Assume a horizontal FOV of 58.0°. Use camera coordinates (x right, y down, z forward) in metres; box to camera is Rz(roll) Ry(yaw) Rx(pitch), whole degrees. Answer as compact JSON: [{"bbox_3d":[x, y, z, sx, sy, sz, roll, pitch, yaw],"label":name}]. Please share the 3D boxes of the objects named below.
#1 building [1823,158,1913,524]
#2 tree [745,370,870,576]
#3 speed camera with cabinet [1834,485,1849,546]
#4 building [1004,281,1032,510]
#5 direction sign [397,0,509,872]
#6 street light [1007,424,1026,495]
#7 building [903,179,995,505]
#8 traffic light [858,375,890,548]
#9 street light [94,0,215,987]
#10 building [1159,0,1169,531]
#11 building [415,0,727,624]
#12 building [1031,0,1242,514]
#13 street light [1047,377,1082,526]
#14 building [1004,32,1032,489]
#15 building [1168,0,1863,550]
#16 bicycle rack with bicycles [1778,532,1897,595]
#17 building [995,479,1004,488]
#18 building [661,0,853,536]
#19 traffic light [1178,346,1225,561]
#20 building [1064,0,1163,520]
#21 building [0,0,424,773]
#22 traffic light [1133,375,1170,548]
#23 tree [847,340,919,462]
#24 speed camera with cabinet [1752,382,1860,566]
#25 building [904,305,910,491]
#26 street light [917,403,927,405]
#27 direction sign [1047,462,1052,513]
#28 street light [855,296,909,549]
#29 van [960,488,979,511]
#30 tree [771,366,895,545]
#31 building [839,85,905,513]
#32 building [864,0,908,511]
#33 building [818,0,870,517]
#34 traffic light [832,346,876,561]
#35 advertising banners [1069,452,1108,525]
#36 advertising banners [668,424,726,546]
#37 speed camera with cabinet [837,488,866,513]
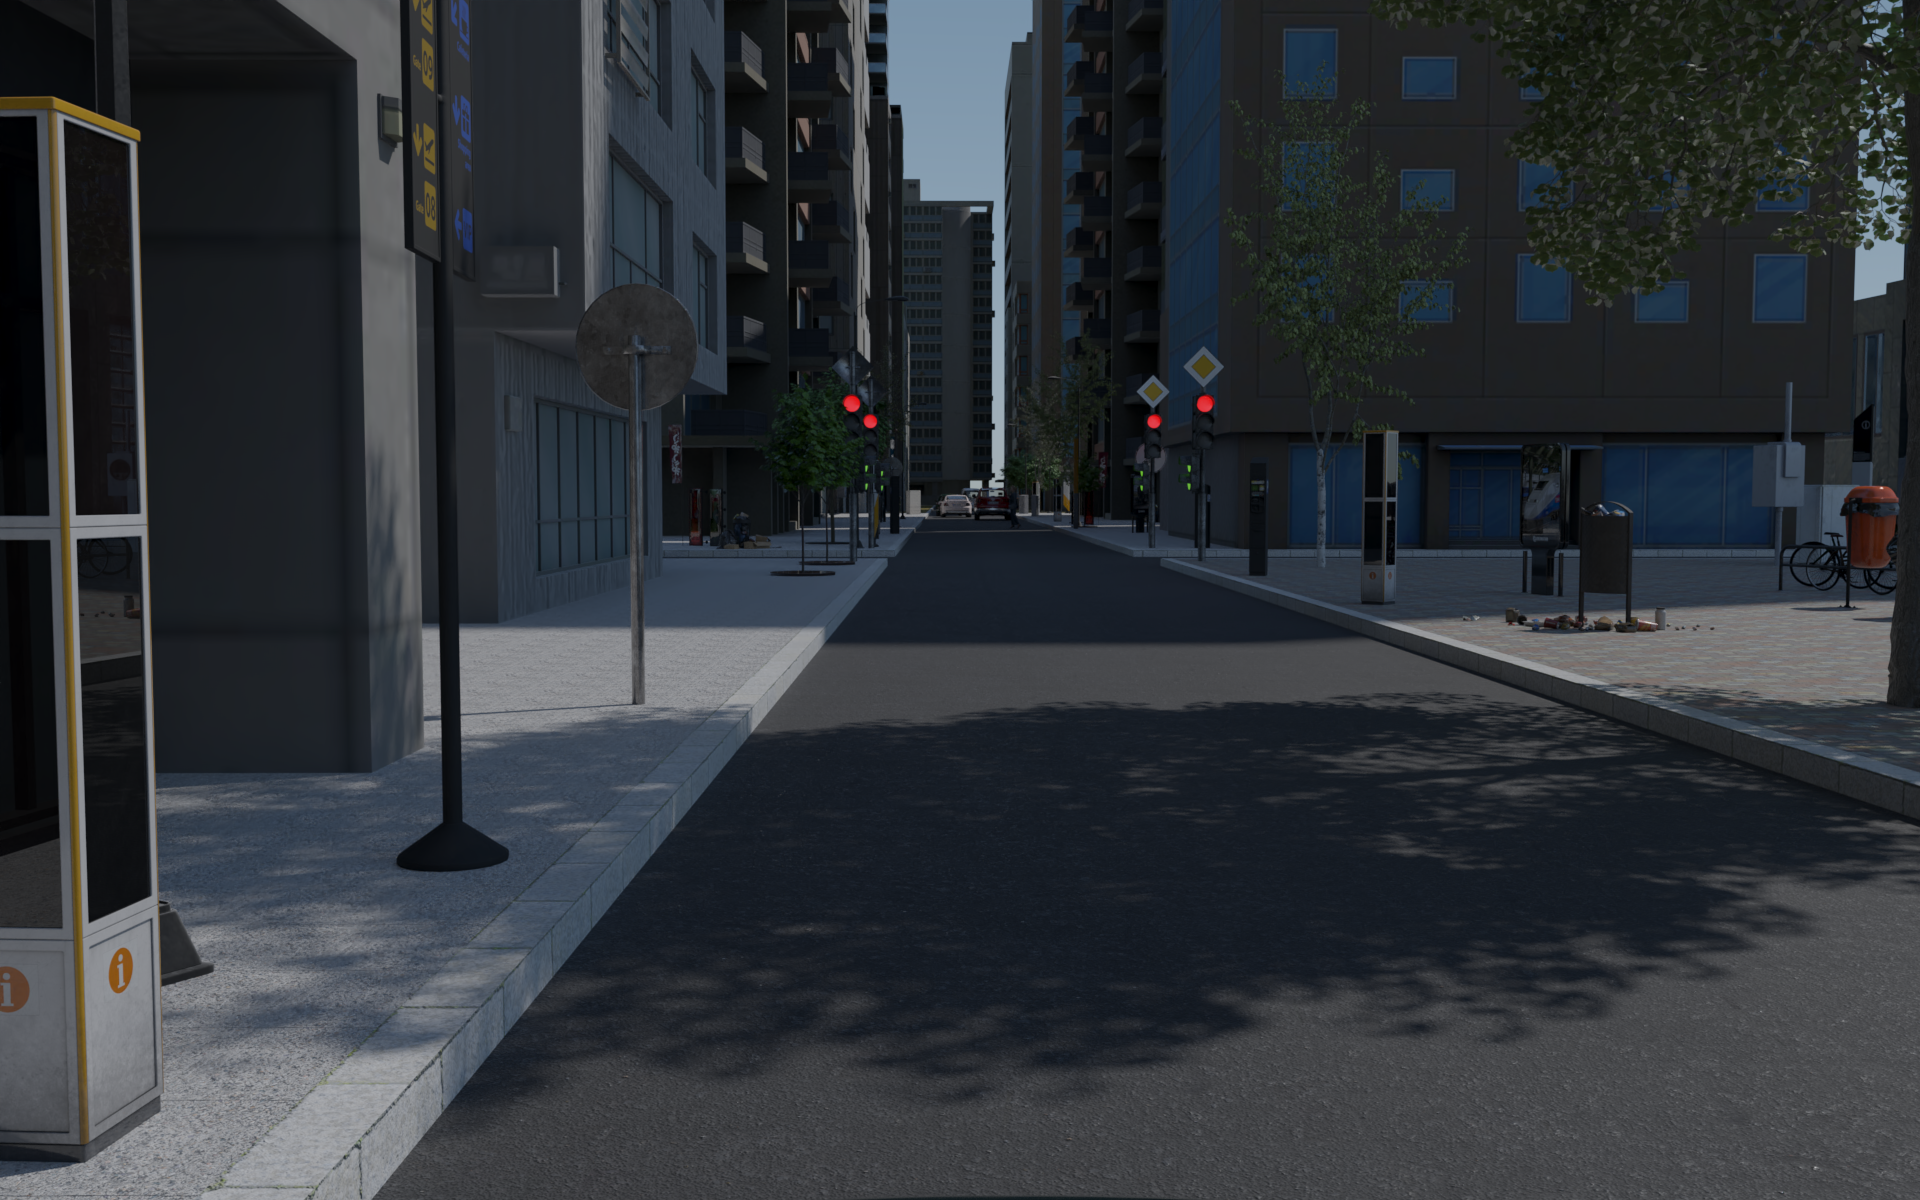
[{"bbox_3d":[43.767,-45.032,48.945,31.000,86.520,22.319,0,4,0],"label":"building"},{"bbox_3d":[-2.444,-1.996,27.229,1.663,3.219,1.824,0,3,0],"label":"tree"},{"bbox_3d":[22.431,-2.908,41.878,2.038,3.252,0.660,0,4,4],"label":"speed camera with cabinet"},{"bbox_3d":[18.294,-18.967,155.148,27.650,21.520,28.899,0,4,0],"label":"building"},{"bbox_3d":[-1.773,-0.854,5.955,0.379,3.537,0.876,0,4,-3],"label":"direction sign"},{"bbox_3d":[3.815,-8.702,114.823,1.470,5.913,1.316,0,4,0],"label":"street light"},{"bbox_3d":[-7.674,-32.069,216.210,23.993,40.220,32.217,0,4,0],"label":"building"},{"bbox_3d":[-2.079,-3.178,40.881,0.839,4.253,0.868,0,4,0],"label":"traffic light"},{"bbox_3d":[-1.643,-1.950,4.423,1.470,5.913,1.316,0,4,0],"label":"street light"},{"bbox_3d":[14.180,-17.845,63.470,14.160,30.474,14.107,0,4,0],"label":"building"},{"bbox_3d":[-10.603,-20.737,22.646,14.086,41.232,14.154,0,4,0],"label":"building"},{"bbox_3d":[12.746,-29.506,132.537,14.600,45.320,14.200,0,4,0],"label":"building"},{"bbox_3d":[4.156,-5.874,68.585,1.470,5.913,1.316,0,4,0],"label":"street light"},{"bbox_3d":[15.590,-33.994,179.505,21.300,48.544,21.600,0,4,0],"label":"building"},{"bbox_3d":[13.207,-24.166,45.230,14.200,45.320,14.600,0,4,0],"label":"building"},{"bbox_3d":[12.131,-0.575,22.789,2.852,0.926,2.925,-2,4,-25],"label":"bicycle rack with bicycles"},{"bbox_3d":[18.799,-34.026,210.941,28.867,44.769,22.147,0,4,0],"label":"building"},{"bbox_3d":[-15.496,-25.047,64.148,22.147,44.769,28.867,0,4,0],"label":"building"},{"bbox_3d":[4.596,-2.694,32.966,0.839,4.253,0.868,0,4,0],"label":"traffic light"},{"bbox_3d":[17.010,-26.781,92.490,22.147,44.769,28.867,0,4,0],"label":"building"},{"bbox_3d":[-12.875,-34.479,1.990,20.563,71.187,20.611,0,4,0],"label":"building"},{"bbox_3d":[4.532,-3.182,40.950,0.839,4.253,0.868,0,4,0],"label":"traffic light"},{"bbox_3d":[-4.029,-8.145,83.531,4.360,8.622,3.978,0,3,0],"label":"tree"},{"bbox_3d":[15.262,-2.255,31.203,2.038,3.252,0.660,-1,4,-21],"label":"speed camera with cabinet"},{"bbox_3d":[-19.919,-20.348,177.722,28.899,21.520,27.650,0,4,0],"label":"building"},{"bbox_3d":[-2.376,-7.063,88.025,1.470,5.913,1.316,0,4,0],"label":"street light"},{"bbox_3d":[6.010,-7.580,115.935,0.379,3.537,0.876,0,4,2],"label":"direction sign"},{"bbox_3d":[-1.901,-4.173,40.774,1.470,5.913,1.316,0,4,0],"label":"street light"},{"bbox_3d":[0.730,-7.197,124.683,2.013,2.044,4.112,0,4,-2],"label":"van"},{"bbox_3d":[-3.229,-3.727,44.658,4.285,4.588,4.351,0,3,0],"label":"tree"},{"bbox_3d":[-11.162,-21.481,122.908,14.160,30.474,14.107,0,4,0],"label":"building"},{"bbox_3d":[-15.473,-50.834,143.814,22.319,86.520,31.000,0,4,0],"label":"building"},{"bbox_3d":[-19.123,-31.239,99.990,28.713,52.752,27.495,0,4,0],"label":"building"},{"bbox_3d":[-2.015,-2.690,32.896,0.839,4.253,0.868,0,4,0],"label":"traffic light"},{"bbox_3d":[5.365,-4.644,72.118,2.074,3.025,0.090,3,5,44],"label":"advertising banners"},{"bbox_3d":[-6.520,-2.851,42.809,2.074,3.025,0.090,3,5,40],"label":"advertising banners"},{"bbox_3d":[-7.336,-7.450,116.143,2.038,3.252,0.660,1,4,10],"label":"speed camera with cabinet"}]
